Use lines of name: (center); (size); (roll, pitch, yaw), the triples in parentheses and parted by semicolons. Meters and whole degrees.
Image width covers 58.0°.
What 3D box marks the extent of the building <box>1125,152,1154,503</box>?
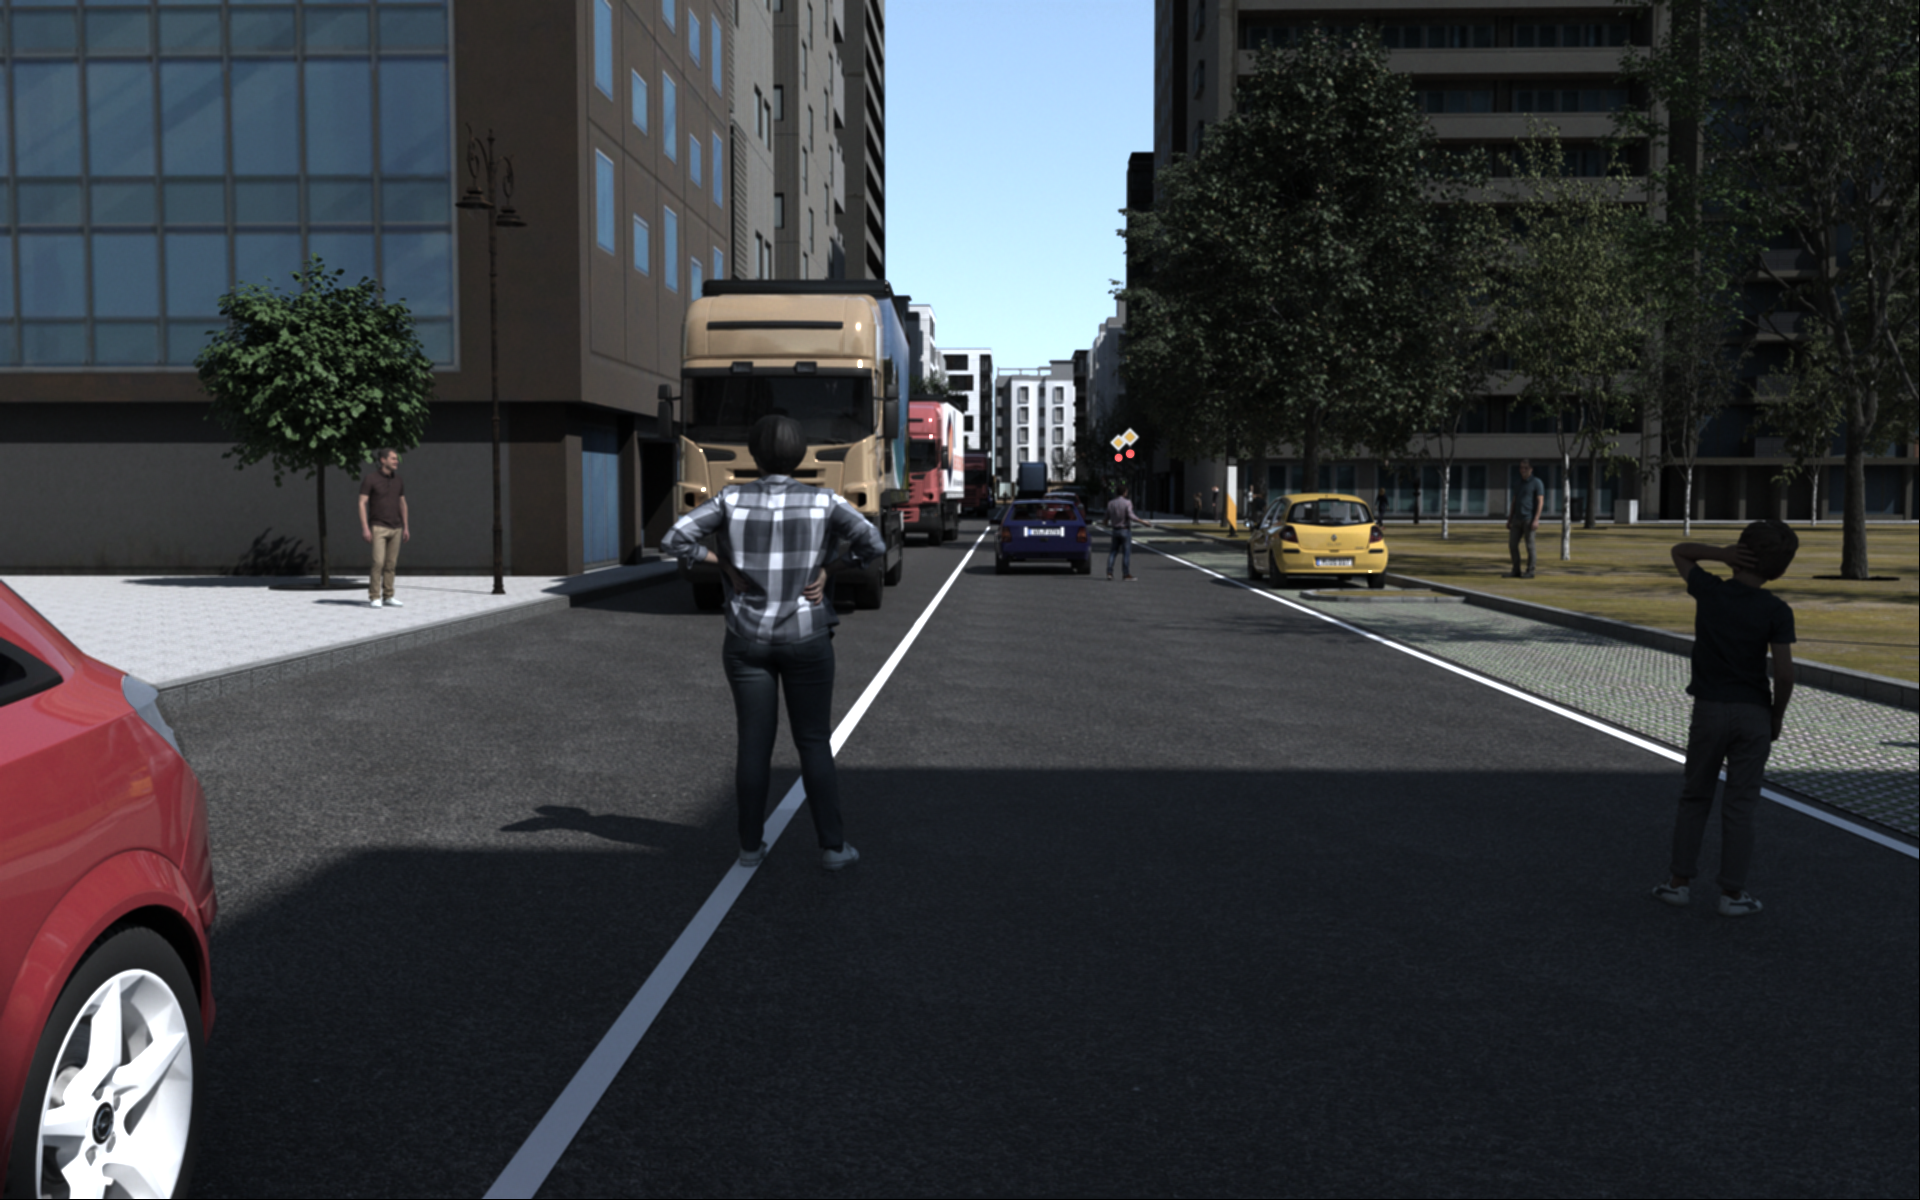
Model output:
building: (21.164, -23.074, 148.956); (14.160, 30.474, 14.107); (0, 4, 2)

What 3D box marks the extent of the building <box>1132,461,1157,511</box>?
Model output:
building: (24.065, -42.323, 130.225); (20.563, 71.187, 20.611); (0, 4, 2)

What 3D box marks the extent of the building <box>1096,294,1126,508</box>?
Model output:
building: (21.421, -19.126, 169.133); (16.016, 20.091, 11.380); (0, 4, 2)

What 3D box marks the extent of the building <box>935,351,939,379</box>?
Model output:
building: (-10.443, -21.437, 206.919); (16.016, 20.091, 11.380); (0, 4, 2)

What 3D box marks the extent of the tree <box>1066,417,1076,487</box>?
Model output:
tree: (11.646, -12.353, 152.334); (4.360, 8.622, 3.978); (0, 3, 0)

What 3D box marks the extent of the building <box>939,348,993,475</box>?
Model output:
building: (-11.523, -25.254, 256.882); (32.646, 21.610, 27.936); (0, 4, 2)

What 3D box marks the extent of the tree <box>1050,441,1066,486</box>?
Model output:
tree: (13.846, -16.978, 227.945); (4.360, 8.622, 3.978); (0, 3, 0)

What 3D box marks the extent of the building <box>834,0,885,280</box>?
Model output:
building: (-17.568, -31.758, 142.953); (21.300, 48.544, 21.600); (0, 4, 2)

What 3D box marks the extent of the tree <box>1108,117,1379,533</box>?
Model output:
tree: (9.834, -9.203, 57.131); (9.857, 13.997, 8.962); (0, 3, 0)

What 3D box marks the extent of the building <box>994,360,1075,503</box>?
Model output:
building: (10.720, -24.100, 250.456); (11.380, 20.091, 16.016); (0, 4, 2)

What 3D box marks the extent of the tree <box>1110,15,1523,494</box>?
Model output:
tree: (8.581, -7.646, 42.020); (9.611, 12.733, 9.660); (0, 3, 0)

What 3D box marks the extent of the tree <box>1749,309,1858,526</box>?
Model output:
tree: (34.132, -7.276, 69.319); (4.737, 8.622, 4.395); (0, 3, 0)

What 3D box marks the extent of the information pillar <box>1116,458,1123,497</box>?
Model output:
information pillar: (10.275, -7.360, 111.684); (0.504, 3.616, 0.183); (3, 5, 42)

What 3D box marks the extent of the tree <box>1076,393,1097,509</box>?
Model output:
tree: (10.443, -10.417, 120.672); (4.360, 8.622, 3.978); (0, 3, 0)

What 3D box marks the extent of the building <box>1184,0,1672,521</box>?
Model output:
building: (23.005, -28.621, 91.659); (21.600, 48.544, 21.300); (0, 4, 2)

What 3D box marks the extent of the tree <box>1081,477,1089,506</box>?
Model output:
tree: (13.776, -12.160, 193.422); (1.663, 3.219, 1.824); (0, 3, 0)

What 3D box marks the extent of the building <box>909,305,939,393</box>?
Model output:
building: (-17.224, -20.864, 185.097); (27.936, 21.610, 32.646); (0, 4, 2)

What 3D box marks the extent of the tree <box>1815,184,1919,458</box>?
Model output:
tree: (33.545, -8.656, 59.657); (7.486, 12.596, 7.792); (0, 3, 0)

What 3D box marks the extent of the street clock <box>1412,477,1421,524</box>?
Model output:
street clock: (19.415, -4.225, 73.655); (0.358, 2.002, 0.471); (1, 4, 22)

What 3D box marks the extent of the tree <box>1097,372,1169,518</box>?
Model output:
tree: (9.944, -9.032, 98.036); (4.360, 8.622, 3.978); (0, 3, 0)

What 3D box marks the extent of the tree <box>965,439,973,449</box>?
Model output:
tree: (-0.149, -17.336, 233.799); (4.737, 8.622, 4.395); (0, 3, 0)

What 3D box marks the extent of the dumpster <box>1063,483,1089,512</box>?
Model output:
dumpster: (8.687, -7.643, 129.916); (1.985, 2.255, 1.502); (0, 4, 2)

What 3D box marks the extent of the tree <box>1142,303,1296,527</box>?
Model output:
tree: (10.527, -8.077, 66.478); (7.601, 10.594, 8.767); (0, 4, 8)

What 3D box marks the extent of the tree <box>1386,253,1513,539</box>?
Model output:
tree: (13.918, -6.077, 49.722); (4.360, 8.622, 3.978); (0, 3, 0)

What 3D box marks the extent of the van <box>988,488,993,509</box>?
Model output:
van: (2.014, -9.699, 162.969); (2.240, 2.365, 5.245); (0, 4, 3)

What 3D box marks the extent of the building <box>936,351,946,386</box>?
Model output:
building: (-17.893, -21.801, 222.900); (31.486, 18.905, 16.747); (0, 4, 2)

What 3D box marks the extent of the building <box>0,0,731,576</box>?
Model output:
building: (-12.446, -23.385, 32.450); (14.600, 45.320, 14.200); (0, 4, 2)

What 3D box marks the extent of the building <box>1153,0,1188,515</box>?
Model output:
building: (20.133, -28.317, 113.095); (14.600, 45.320, 14.200); (0, 4, 2)

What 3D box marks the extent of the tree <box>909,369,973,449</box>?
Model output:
tree: (-2.761, -13.401, 144.854); (9.928, 11.665, 9.643); (0, 3, 0)

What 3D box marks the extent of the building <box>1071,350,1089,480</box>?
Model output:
building: (32.891, -25.155, 255.256); (32.646, 21.610, 27.936); (0, 4, 2)

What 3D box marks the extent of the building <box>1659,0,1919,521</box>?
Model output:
building: (48.270, -26.691, 91.018); (28.867, 44.769, 22.147); (0, 4, 2)

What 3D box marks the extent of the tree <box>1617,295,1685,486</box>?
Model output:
tree: (22.438, -6.300, 53.368); (4.360, 8.622, 3.978); (0, 3, 0)

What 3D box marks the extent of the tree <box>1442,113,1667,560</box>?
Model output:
tree: (11.581, -5.066, 33.193); (4.737, 8.622, 4.395); (0, 3, 0)

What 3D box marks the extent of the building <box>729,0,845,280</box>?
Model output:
building: (-21.135, -31.275, 100.591); (28.713, 52.752, 27.495); (0, 4, 2)

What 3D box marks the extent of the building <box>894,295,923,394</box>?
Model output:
building: (-11.427, -18.750, 162.985); (16.016, 20.091, 11.380); (0, 4, 2)

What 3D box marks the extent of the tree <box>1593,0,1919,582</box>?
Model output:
tree: (13.467, -6.117, 25.761); (9.928, 11.665, 9.643); (0, 3, 0)

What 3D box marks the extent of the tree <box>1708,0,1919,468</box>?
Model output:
tree: (8.314, -3.915, 14.366); (4.360, 8.622, 3.978); (0, 3, 0)

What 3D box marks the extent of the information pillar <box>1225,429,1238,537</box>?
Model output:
information pillar: (8.054, -3.671, 51.371); (0.183, 3.616, 0.504); (3, 5, 42)

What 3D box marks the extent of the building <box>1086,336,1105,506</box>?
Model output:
building: (23.863, -20.557, 202.559); (16.747, 18.905, 31.486); (0, 4, 2)

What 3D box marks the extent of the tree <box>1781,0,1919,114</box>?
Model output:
tree: (25.161, -11.304, 40.714); (12.611, 20.169, 13.585); (0, 3, 0)

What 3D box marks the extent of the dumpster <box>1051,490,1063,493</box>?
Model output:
dumpster: (10.374, -10.589, 181.348); (1.865, 1.857, 1.264); (0, 4, 1)

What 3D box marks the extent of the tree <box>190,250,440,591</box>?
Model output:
tree: (-8.712, -2.441, 23.629); (4.285, 4.588, 4.351); (0, 3, 0)
